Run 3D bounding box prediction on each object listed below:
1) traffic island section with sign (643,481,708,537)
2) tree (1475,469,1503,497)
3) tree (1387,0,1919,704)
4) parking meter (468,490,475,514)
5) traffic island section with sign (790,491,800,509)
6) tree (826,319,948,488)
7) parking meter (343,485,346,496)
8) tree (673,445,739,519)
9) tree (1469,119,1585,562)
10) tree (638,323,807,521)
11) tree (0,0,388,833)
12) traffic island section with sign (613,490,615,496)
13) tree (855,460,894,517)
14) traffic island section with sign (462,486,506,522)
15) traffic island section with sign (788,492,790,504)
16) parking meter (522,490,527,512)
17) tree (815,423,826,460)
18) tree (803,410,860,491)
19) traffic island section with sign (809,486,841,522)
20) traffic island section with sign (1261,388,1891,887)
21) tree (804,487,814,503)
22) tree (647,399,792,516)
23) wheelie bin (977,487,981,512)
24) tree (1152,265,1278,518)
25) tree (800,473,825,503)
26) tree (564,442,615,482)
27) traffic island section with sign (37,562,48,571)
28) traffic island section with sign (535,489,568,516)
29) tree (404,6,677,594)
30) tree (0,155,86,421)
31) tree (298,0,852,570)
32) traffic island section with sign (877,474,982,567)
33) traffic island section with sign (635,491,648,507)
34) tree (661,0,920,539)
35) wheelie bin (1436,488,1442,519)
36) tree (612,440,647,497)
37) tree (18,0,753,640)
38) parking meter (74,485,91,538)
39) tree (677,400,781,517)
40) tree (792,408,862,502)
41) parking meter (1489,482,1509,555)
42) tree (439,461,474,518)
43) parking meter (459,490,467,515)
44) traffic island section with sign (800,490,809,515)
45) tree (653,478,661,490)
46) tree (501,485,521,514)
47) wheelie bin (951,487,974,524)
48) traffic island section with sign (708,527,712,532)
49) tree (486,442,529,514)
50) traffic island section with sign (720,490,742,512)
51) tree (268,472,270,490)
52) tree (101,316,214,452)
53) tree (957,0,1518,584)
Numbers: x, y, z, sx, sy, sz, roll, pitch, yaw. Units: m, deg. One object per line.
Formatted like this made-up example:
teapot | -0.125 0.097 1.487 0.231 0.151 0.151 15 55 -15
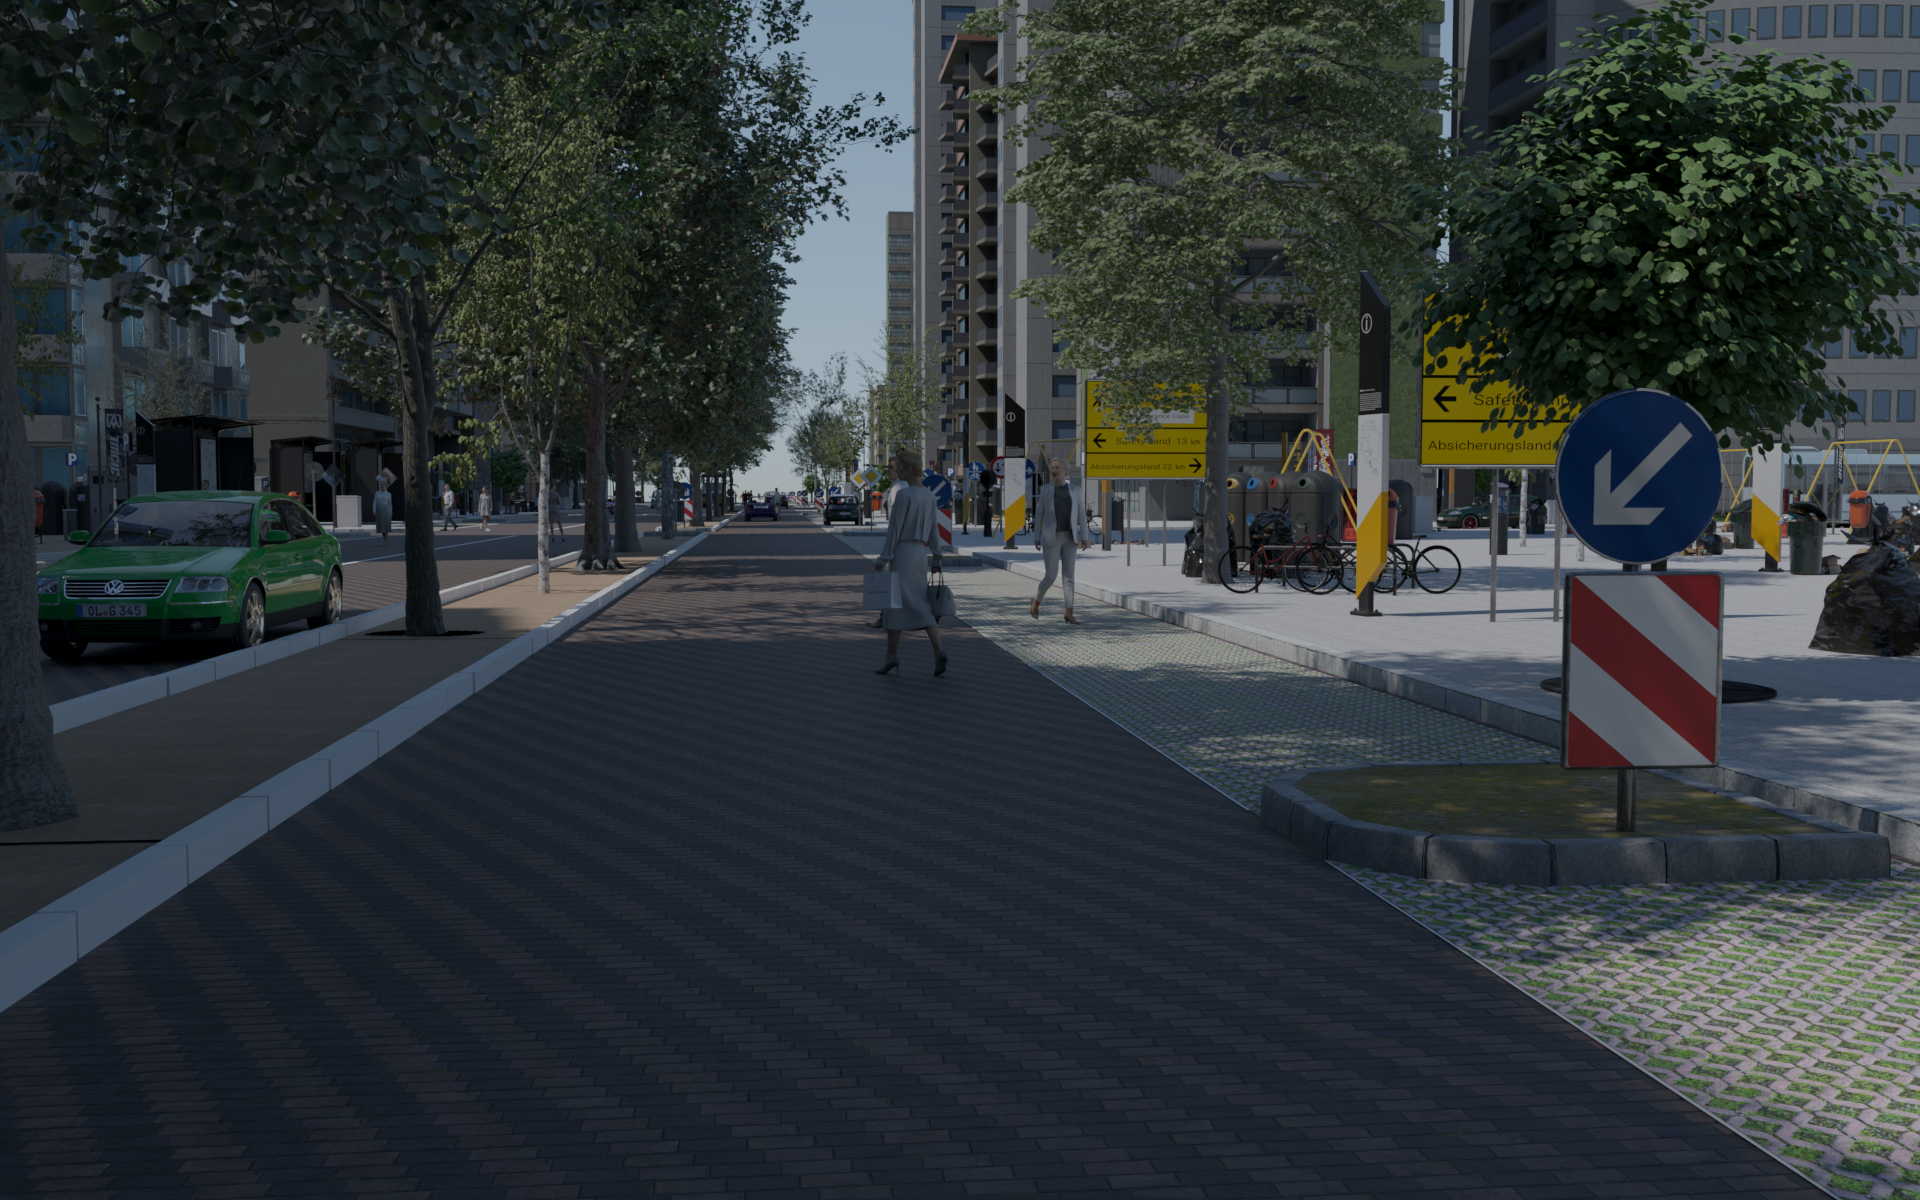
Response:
traffic island section with sign | -9.716 -3.107 58.934 2.006 1.907 1.989 0 4 -6
tree | 24.833 -5.400 82.890 1.663 3.219 1.824 0 3 0
tree | 4.579 -1.674 11.079 4.285 4.588 4.351 0 3 0
parking meter | -32.005 -6.427 113.490 0.372 1.533 0.369 0 3 0
traffic island section with sign | -14.992 -9.620 165.914 1.989 1.847 2.006 0 4 -6
tree | -2.305 -7.433 71.891 4.737 8.622 4.395 0 3 0
parking meter | -39.753 -6.519 112.299 0.255 1.863 0.399 2 4 33
tree | -14.224 -8.929 98.804 4.360 8.622 3.978 0 3 0
tree | 11.540 -5.030 32.595 4.737 8.622 4.395 0 3 0
tree | -13.179 -10.854 90.289 12.009 13.543 11.850 0 3 0
tree | -4.202 -5.987 6.997 9.857 13.997 8.962 0 3 0
traffic island section with sign | -32.434 -9.487 163.741 1.989 1.847 2.006 0 4 -6
tree | -4.542 -6.310 97.768 1.663 3.219 1.824 0 3 0
traffic island section with sign | -24.164 -4.859 88.065 1.989 1.847 2.006 0 4 -6
traffic island section with sign | -18.027 -11.313 193.587 1.989 1.847 2.006 0 4 -6
parking meter | -30.492 -6.900 121.224 0.372 1.533 0.369 0 3 0
tree | -7.965 -10.550 122.860 4.737 8.622 4.395 0 3 0
tree | -11.339 -12.670 157.508 4.360 8.622 3.978 0 3 0
traffic island section with sign | -6.543 -4.889 88.558 1.989 1.847 2.006 0 4 -6
traffic island section with sign | 2.357 0.084 7.250 1.989 1.847 2.006 0 4 -6
tree | -21.956 -15.899 254.545 1.663 3.219 1.824 0 3 0
tree | -15.736 -10.841 114.126 8.767 10.594 7.601 0 4 -6
wheelie bin | 0.521 -4.171 76.106 0.980 1.594 0.693 3 5 39
tree | 7.594 -6.356 54.286 4.360 8.622 3.978 0 3 0
tree | -20.600 -15.734 240.960 4.285 4.588 4.351 0 3 0
tree | -36.624 -15.409 170.058 7.486 12.596 7.792 0 3 0
traffic island section with sign | -17.994 -1.417 31.793 1.989 1.847 2.006 0 4 -6
traffic island section with sign | -27.110 -6.505 114.992 1.989 1.847 2.006 0 4 -6
tree | -6.011 -4.399 24.744 4.737 8.622 4.395 0 3 0
tree | -20.941 -5.277 36.650 4.737 8.622 4.395 0 3 0
tree | -6.850 -6.903 32.328 9.611 12.733 9.660 0 3 0
traffic island section with sign | -0.661 -1.602 34.829 1.989 1.847 2.006 0 4 -6
traffic island section with sign | -35.417 -11.152 190.956 1.989 1.847 2.006 0 4 -6
tree | -7.892 -11.920 53.240 12.611 20.169 13.585 0 3 0
wheelie bin | 23.719 -4.762 85.774 0.980 1.594 0.693 -3 5 -45
tree | -39.044 -15.987 195.804 8.767 10.594 7.601 0 4 6
tree | -5.527 -5.445 17.242 9.928 11.665 9.643 0 3 0
parking meter | -23.875 -2.368 47.121 0.372 1.533 0.369 0 3 0
tree | -14.846 -11.342 106.021 7.486 12.596 7.792 0 3 0
tree | -14.448 -15.426 186.626 8.767 10.594 7.601 -2 4 -34
parking meter | 11.337 -1.713 36.423 0.372 1.533 0.369 0 3 0
tree | -26.482 -5.926 91.486 1.663 3.219 1.824 0 3 0
parking meter | -30.119 -6.064 104.862 0.399 1.863 0.255 1 4 11
traffic island section with sign | -9.544 -6.566 115.982 1.989 1.847 2.006 0 4 -6
tree | -45.804 -17.318 266.860 4.285 4.588 4.351 0 3 0
tree | -29.487 -7.295 113.873 1.663 3.219 1.824 0 3 0
wheelie bin | 0.068 -3.990 73.140 0.693 1.594 0.980 1 4 12
traffic island section with sign | -10.512 -3.557 66.298 2.006 1.907 1.989 0 4 -6
tree | -28.787 -7.711 109.793 4.285 4.588 4.351 0 3 0
traffic island section with sign | -18.694 -8.126 140.992 2.006 1.907 1.989 0 4 -6
tree | -31.817 -5.344 81.970 1.663 3.219 1.824 0 3 0
tree | -31.995 -7.309 69.866 4.360 8.622 3.978 0 3 0
tree | 3.815 -6.483 24.117 7.486 12.596 7.792 0 3 0
